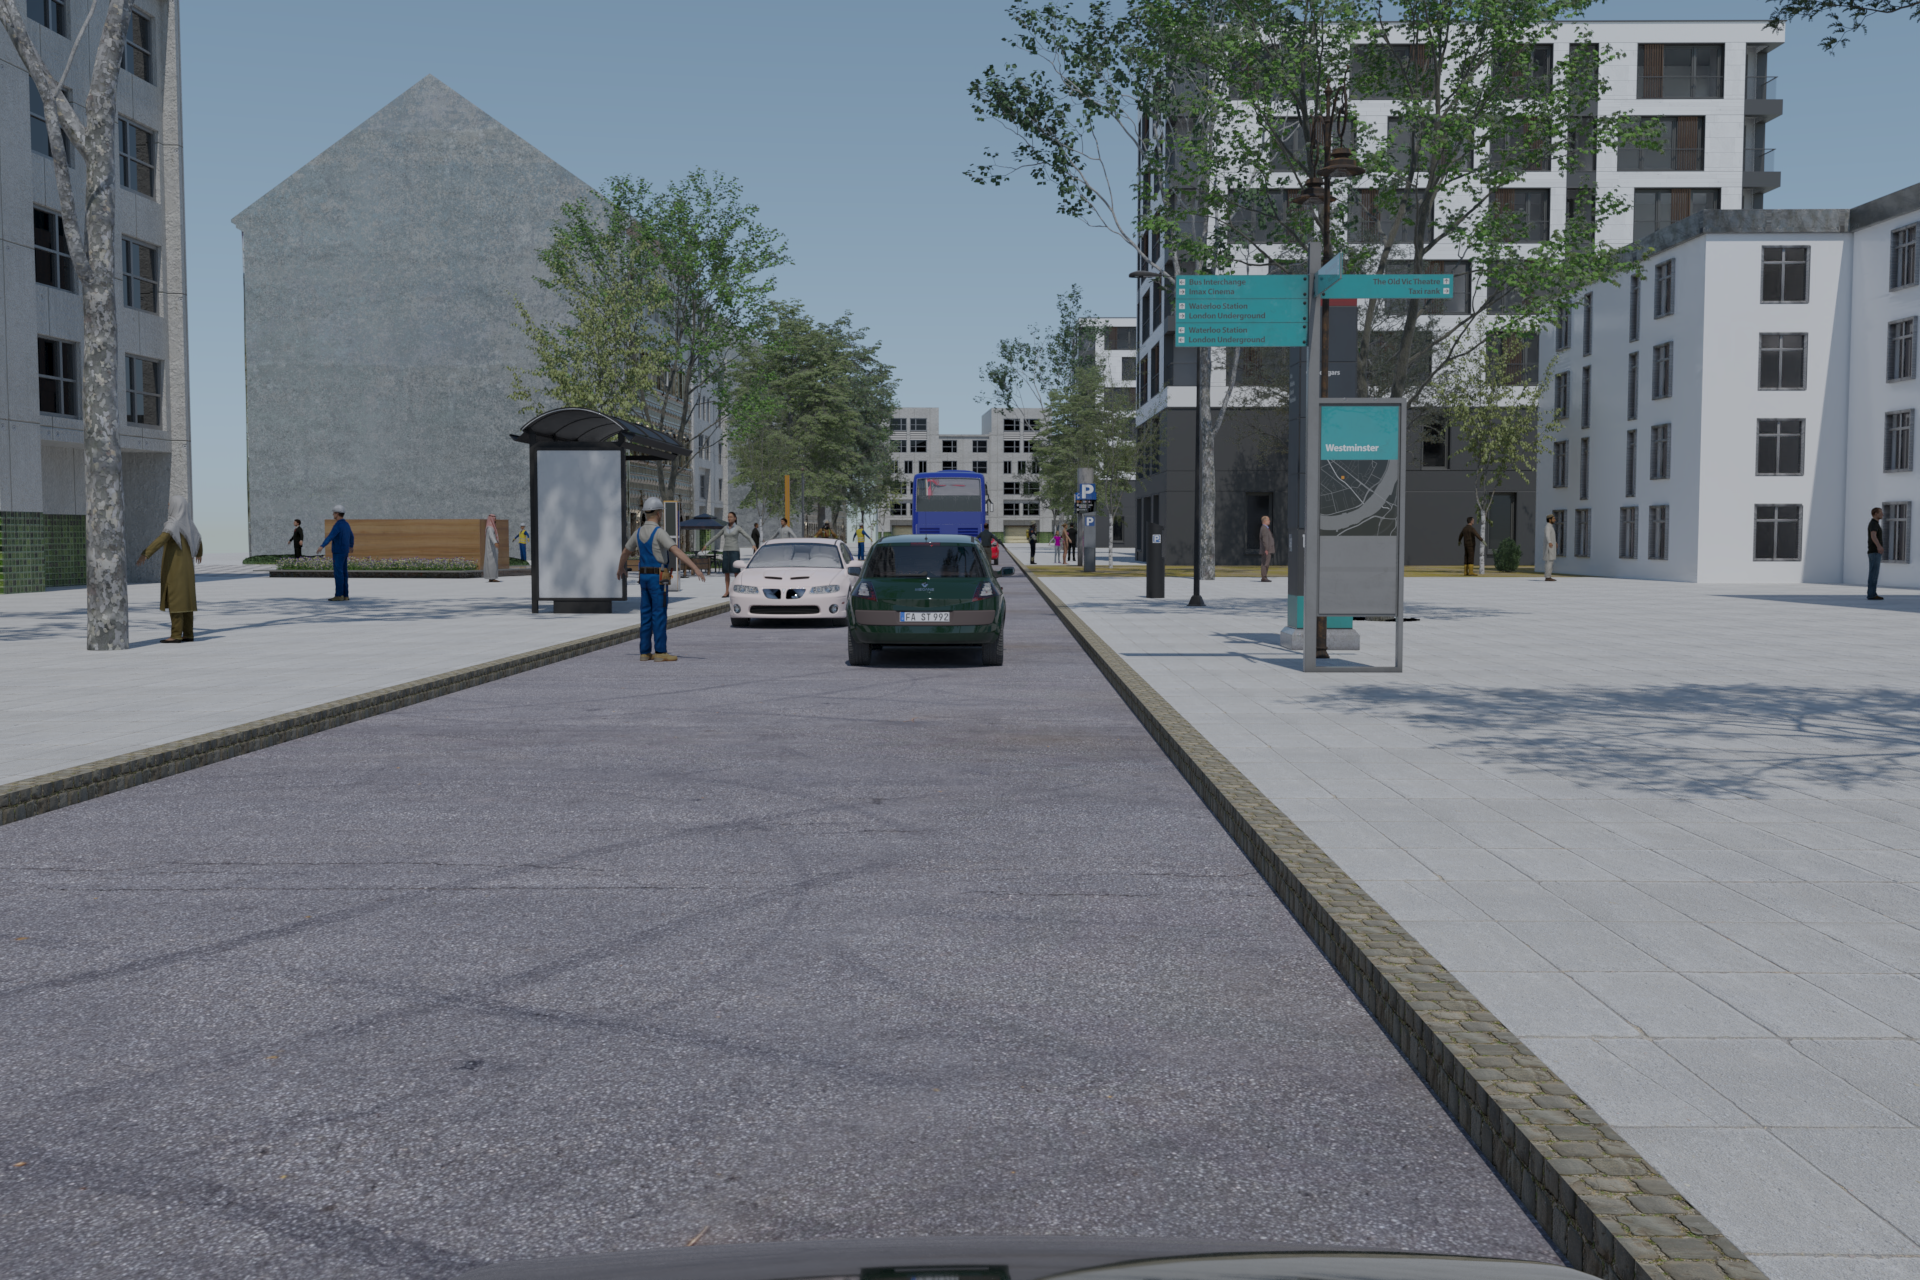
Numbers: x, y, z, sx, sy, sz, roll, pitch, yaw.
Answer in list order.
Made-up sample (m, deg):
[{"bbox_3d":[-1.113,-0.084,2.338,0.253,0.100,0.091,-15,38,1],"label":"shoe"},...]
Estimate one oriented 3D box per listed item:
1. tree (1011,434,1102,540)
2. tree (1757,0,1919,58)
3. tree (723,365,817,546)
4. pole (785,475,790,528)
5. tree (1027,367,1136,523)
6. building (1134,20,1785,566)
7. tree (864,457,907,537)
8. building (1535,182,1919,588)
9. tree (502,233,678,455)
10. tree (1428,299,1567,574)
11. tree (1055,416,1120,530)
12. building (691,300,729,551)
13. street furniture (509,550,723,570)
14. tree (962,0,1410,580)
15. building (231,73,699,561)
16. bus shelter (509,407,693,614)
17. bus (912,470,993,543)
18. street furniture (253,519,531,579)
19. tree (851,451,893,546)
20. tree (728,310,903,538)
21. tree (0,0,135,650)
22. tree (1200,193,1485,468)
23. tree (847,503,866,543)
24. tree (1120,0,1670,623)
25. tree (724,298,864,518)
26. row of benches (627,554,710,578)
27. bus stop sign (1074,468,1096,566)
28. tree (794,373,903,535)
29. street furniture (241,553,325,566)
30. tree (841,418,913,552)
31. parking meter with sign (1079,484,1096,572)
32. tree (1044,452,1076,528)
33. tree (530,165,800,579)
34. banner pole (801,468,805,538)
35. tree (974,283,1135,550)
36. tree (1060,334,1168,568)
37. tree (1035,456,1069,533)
[{"bbox_3d":[8.833,-13.693,158.286,8.767,10.594,7.601,0,4,5],"label":"tree"},{"bbox_3d":[6.227,-4.453,7.220,8.767,10.594,7.601,3,5,41],"label":"tree"},{"bbox_3d":[-8.750,-7.657,75.558,4.360,8.622,3.978,0,3,0],"label":"tree"},{"bbox_3d":[-5.980,-4.051,60.083,0.158,3.312,0.155,0,3,0],"label":"pole"},{"bbox_3d":[8.354,-12.155,116.858,7.486,12.596,7.792,0,3,0],"label":"tree"},{"bbox_3d":[22.439,-14.780,85.630,27.936,21.610,32.646,0,4,1],"label":"building"},{"bbox_3d":[-6.781,-12.390,152.940,4.737,8.622,4.395,0,3,0],"label":"tree"},{"bbox_3d":[23.730,-6.289,44.972,9.099,9.664,28.070,0,4,1],"label":"building"},{"bbox_3d":[-8.664,-5.588,41.724,4.737,8.622,4.395,0,3,0],"label":"tree"},{"bbox_3d":[16.961,-6.416,55.270,4.737,8.622,4.395,0,3,0],"label":"tree"},{"bbox_3d":[7.380,-9.671,108.482,4.360,8.622,3.978,0,3,0],"label":"tree"},{"bbox_3d":[-27.575,-15.841,125.458,16.747,18.905,31.486,0,4,1],"label":"building"},{"bbox_3d":[-13.343,-3.019,64.989,10.072,0.657,5.734,1,4,8],"label":"street furniture"},{"bbox_3d":[5.764,-11.686,46.953,12.611,20.169,13.585,0,3,0],"label":"tree"},{"bbox_3d":[-25.085,-15.985,92.280,19.493,23.208,18.063,0,4,1],"label":"building"},{"bbox_3d":[-6.130,-2.228,30.350,2.014,3.302,5.546,0,4,1],"label":"bus shelter"},{"bbox_3d":[-0.226,-4.529,65.602,2.896,3.916,12.251,0,4,2],"label":"bus"},{"bbox_3d":[-17.837,-2.837,53.243,9.812,1.723,11.010,1,4,12],"label":"street furniture"},{"bbox_3d":[-7.190,-11.653,140.891,4.360,8.622,3.978,0,3,0],"label":"tree"},{"bbox_3d":[-7.981,-11.702,97.990,9.857,13.997,8.962,0,3,0],"label":"tree"},{"bbox_3d":[-10.820,-9.991,19.236,12.611,20.169,13.585,0,3,0],"label":"tree"},{"bbox_3d":[13.968,-9.360,63.400,12.009,13.543,11.850,0,3,0],"label":"tree"},{"bbox_3d":[-14.768,-18.316,249.831,4.360,8.622,3.978,0,3,0],"label":"tree"},{"bbox_3d":[6.107,-6.077,25.120,9.928,11.665,9.643,0,3,0],"label":"tree"},{"bbox_3d":[-8.120,-10.132,83.785,7.486,12.596,7.792,0,3,0],"label":"tree"},{"bbox_3d":[-8.846,-2.254,52.310,1.422,0.672,4.104,1,4,22],"label":"row of benches"},{"bbox_3d":[4.996,-4.895,69.053,0.837,3.901,0.837,0,4,1],"label":"bus stop sign"},{"bbox_3d":[-7.737,-11.207,108.989,9.928,11.665,9.643,0,3,0],"label":"tree"},{"bbox_3d":[-24.617,-3.322,69.933,5.734,0.657,10.072,-3,5,-42],"label":"street furniture"},{"bbox_3d":[-7.096,-11.464,121.842,8.767,10.594,7.601,3,5,39],"label":"tree"},{"bbox_3d":[4.380,-3.837,58.996,0.543,3.016,1.738,0,4,1],"label":"parking meter with sign"},{"bbox_3d":[8.985,-11.931,145.441,4.737,8.622,4.395,0,3,0],"label":"tree"},{"bbox_3d":[-8.480,-7.594,49.914,9.928,11.665,9.643,0,3,0],"label":"tree"},{"bbox_3d":[-5.959,-4.640,65.882,0.401,3.779,0.863,0,4,1],"label":"banner pole"},{"bbox_3d":[7.384,-16.978,133.482,12.611,20.169,13.585,0,3,0],"label":"tree"},{"bbox_3d":[5.428,-7.002,64.852,4.360,8.622,3.978,0,3,0],"label":"tree"},{"bbox_3d":[8.198,-12.335,152.039,4.360,8.622,3.978,0,3,0],"label":"tree"}]
